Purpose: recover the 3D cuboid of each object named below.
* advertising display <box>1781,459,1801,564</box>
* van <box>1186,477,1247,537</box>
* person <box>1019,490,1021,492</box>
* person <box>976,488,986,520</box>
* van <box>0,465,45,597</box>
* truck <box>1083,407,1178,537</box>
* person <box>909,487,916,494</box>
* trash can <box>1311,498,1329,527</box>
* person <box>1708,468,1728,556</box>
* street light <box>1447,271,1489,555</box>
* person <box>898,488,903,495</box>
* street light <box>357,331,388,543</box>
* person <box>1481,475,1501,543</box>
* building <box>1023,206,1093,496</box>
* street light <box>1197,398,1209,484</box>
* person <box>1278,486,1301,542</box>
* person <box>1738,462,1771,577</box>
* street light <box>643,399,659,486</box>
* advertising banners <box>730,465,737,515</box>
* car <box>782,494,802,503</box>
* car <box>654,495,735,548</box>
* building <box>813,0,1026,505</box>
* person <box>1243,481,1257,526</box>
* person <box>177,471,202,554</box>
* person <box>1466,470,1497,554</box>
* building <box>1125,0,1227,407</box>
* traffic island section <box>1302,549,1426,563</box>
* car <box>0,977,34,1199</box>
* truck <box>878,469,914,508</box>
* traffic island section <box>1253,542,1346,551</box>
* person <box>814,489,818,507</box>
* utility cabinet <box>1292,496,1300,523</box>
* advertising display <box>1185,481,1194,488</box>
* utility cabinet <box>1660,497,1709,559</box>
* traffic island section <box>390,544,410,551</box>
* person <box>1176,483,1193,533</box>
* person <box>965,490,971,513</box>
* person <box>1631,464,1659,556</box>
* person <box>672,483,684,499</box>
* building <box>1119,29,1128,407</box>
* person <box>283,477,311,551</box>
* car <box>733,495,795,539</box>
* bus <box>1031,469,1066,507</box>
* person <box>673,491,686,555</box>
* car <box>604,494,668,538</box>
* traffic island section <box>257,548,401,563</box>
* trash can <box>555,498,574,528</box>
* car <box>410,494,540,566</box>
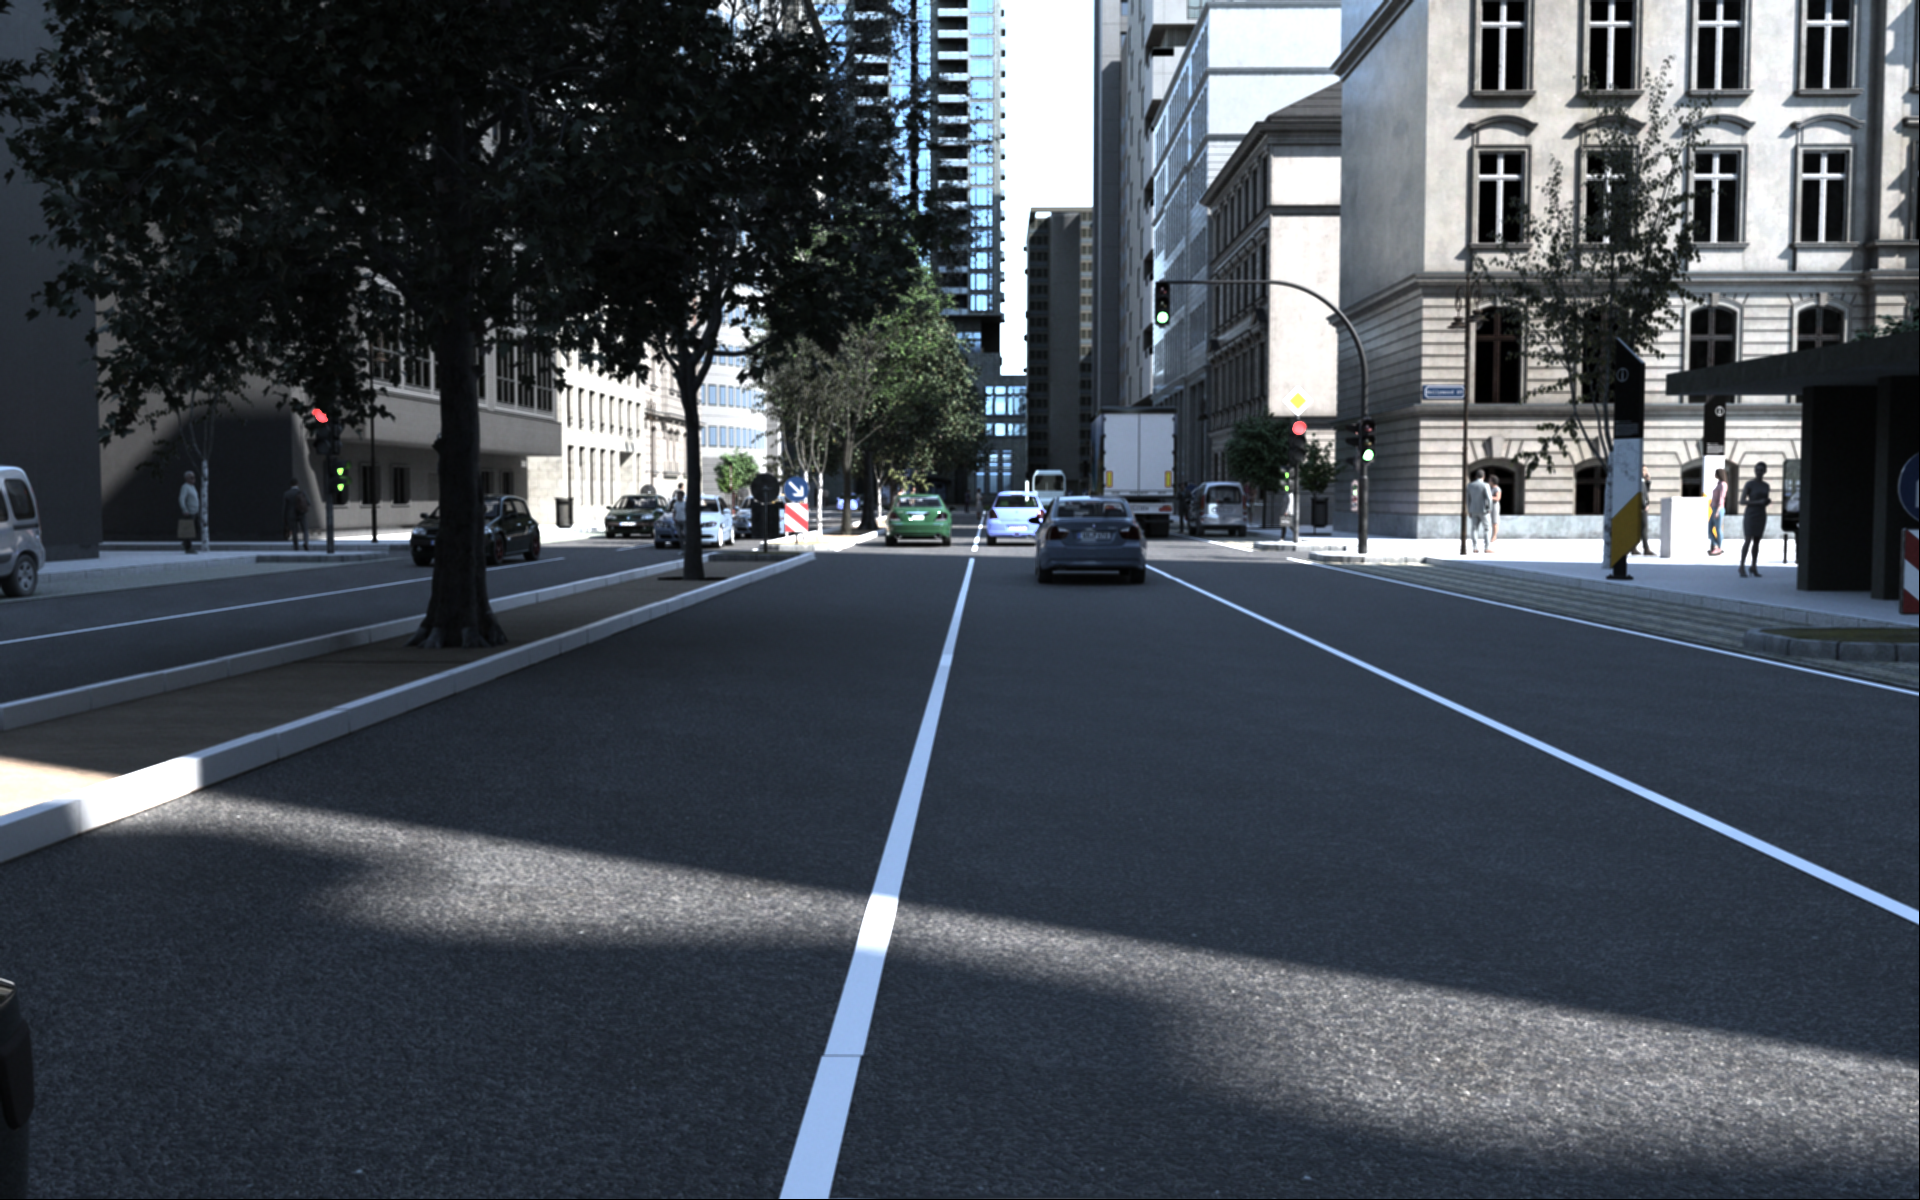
[{"bbox_3d":[15.489,-1.617,31.655,0.123,1.923,0.974,-2,4,-28],"label":"advertising display"},{"bbox_3d":[8.777,-3.191,59.190,2.013,2.044,4.112,0,4,2],"label":"van"},{"bbox_3d":[6.131,-10.256,176.051,0.709,1.838,0.599,0,4,-2],"label":"person"},{"bbox_3d":[1.160,-5.381,97.049,0.524,1.755,0.480,-2,4,-29],"label":"person"},{"bbox_3d":[-13.728,-0.952,22.582,2.013,2.044,4.112,0,4,0],"label":"van"},{"bbox_3d":[5.928,-4.419,61.171,2.839,4.237,11.283,0,4,2],"label":"truck"},{"bbox_3d":[-2.750,-5.545,99.075,0.836,1.842,0.656,0,4,-6],"label":"person"},{"bbox_3d":[13.866,-3.372,66.781,0.748,1.137,0.748,0,3,0],"label":"trash can"},{"bbox_3d":[15.648,-1.820,35.814,0.388,1.821,0.555,0,4,4],"label":"person"},{"bbox_3d":[10.560,-3.876,36.156,0.468,5.910,1.993,0,4,1],"label":"street light"},{"bbox_3d":[-3.331,-5.404,96.946,0.778,1.811,0.616,3,5,44],"label":"person"},{"bbox_3d":[-15.453,-4.450,45.547,0.468,5.910,1.993,0,4,1],"label":"street light"},{"bbox_3d":[13.763,-2.374,45.214,0.532,1.782,0.716,-1,4,-18],"label":"person"},{"bbox_3d":[20.164,-32.317,220.257,23.993,40.220,32.217,0,4,1],"label":"building"},{"bbox_3d":[11.508,-6.690,82.170,0.468,5.910,1.993,0,4,1],"label":"street light"},{"bbox_3d":[9.388,-2.494,49.461,0.728,1.800,0.709,0,4,3],"label":"person"},{"bbox_3d":[12.368,-1.255,26.911,0.599,1.781,0.374,-1,4,-14],"label":"person"},{"bbox_3d":[-14.760,-6.737,82.937,0.468,5.910,1.993,0,4,1],"label":"street light"},{"bbox_3d":[-13.887,-6.723,106.103,0.090,3.025,2.074,0,4,4],"label":"advertising banners"},{"bbox_3d":[-9.636,-5.386,98.292,2.015,1.641,3.980,0,4,1],"label":"car"},{"bbox_3d":[-7.187,-2.149,47.143,2.014,1.417,4.499,0,4,-1],"label":"car"},{"bbox_3d":[-7.459,-55.145,214.285,31.000,86.520,22.319,0,4,1],"label":"building"},{"bbox_3d":[11.611,-3.897,69.725,0.573,1.828,0.580,3,5,43],"label":"person"},{"bbox_3d":[-16.517,-1.864,37.010,0.515,1.767,0.782,0,4,-4],"label":"person"},{"bbox_3d":[11.241,-1.914,37.434,0.635,1.810,0.391,3,4,39],"label":"person"},{"bbox_3d":[27.633,-33.515,137.215,28.713,52.752,27.495,0,4,1],"label":"building"},{"bbox_3d":[8.621,-0.903,37.044,2.009,0.180,2.903,0,4,1],"label":"traffic island section"},{"bbox_3d":[-2.360,0.536,1.018,2.009,1.686,4.222,0,4,2],"label":"car"},{"bbox_3d":[-5.304,-9.980,152.937,2.967,4.110,18.799,0,4,0],"label":"truck"},{"bbox_3d":[8.755,-1.391,45.028,2.009,0.180,2.903,0,4,1],"label":"traffic island section"},{"bbox_3d":[-14.117,-10.039,170.273,0.705,1.812,1.348,0,4,-2],"label":"person"},{"bbox_3d":[13.466,-3.602,70.048,0.306,1.237,1.020,0,4,-5],"label":"utility cabinet"},{"bbox_3d":[11.224,-4.866,84.768,0.123,1.923,0.974,2,4,28],"label":"advertising display"},{"bbox_3d":[14.478,-1.436,34.641,1.020,1.237,0.306,-2,4,-25],"label":"utility cabinet"},{"bbox_3d":[-13.483,-1.414,45.405,2.009,0.180,2.903,0,4,1],"label":"traffic island section"},{"bbox_3d":[8.280,-3.391,63.749,0.655,1.846,0.447,1,4,15],"label":"person"},{"bbox_3d":[0.634,-7.686,134.611,0.568,1.767,0.683,-3,5,-45],"label":"person"},{"bbox_3d":[14.281,-1.885,36.219,0.474,1.900,0.648,0,4,-1],"label":"person"},{"bbox_3d":[-9.780,-3.159,60.254,0.850,1.850,0.679,1,4,13],"label":"person"},{"bbox_3d":[22.080,-31.103,158.643,14.600,45.320,14.200,0,4,1],"label":"building"},{"bbox_3d":[-15.920,-2.025,41.573,0.622,1.834,0.822,-2,4,-25],"label":"person"},{"bbox_3d":[-6.354,-2.729,56.623,2.014,1.417,4.499,0,4,1],"label":"car"},{"bbox_3d":[7.169,-8.883,140.095,2.948,3.499,13.247,0,4,3],"label":"bus"},{"bbox_3d":[-6.511,-1.819,40.831,0.503,1.515,0.523,-1,4,-15],"label":"person"},{"bbox_3d":[-10.577,-2.902,57.241,2.009,1.686,4.222,0,4,0],"label":"car"},{"bbox_3d":[-13.617,-0.926,37.421,2.009,0.180,2.903,0,4,1],"label":"traffic island section"},{"bbox_3d":[-14.828,-3.258,64.920,0.748,1.137,0.748,0,3,0],"label":"trash can"},{"bbox_3d":[-10.029,-1.602,35.987,2.009,1.686,4.222,0,4,3],"label":"car"}]
